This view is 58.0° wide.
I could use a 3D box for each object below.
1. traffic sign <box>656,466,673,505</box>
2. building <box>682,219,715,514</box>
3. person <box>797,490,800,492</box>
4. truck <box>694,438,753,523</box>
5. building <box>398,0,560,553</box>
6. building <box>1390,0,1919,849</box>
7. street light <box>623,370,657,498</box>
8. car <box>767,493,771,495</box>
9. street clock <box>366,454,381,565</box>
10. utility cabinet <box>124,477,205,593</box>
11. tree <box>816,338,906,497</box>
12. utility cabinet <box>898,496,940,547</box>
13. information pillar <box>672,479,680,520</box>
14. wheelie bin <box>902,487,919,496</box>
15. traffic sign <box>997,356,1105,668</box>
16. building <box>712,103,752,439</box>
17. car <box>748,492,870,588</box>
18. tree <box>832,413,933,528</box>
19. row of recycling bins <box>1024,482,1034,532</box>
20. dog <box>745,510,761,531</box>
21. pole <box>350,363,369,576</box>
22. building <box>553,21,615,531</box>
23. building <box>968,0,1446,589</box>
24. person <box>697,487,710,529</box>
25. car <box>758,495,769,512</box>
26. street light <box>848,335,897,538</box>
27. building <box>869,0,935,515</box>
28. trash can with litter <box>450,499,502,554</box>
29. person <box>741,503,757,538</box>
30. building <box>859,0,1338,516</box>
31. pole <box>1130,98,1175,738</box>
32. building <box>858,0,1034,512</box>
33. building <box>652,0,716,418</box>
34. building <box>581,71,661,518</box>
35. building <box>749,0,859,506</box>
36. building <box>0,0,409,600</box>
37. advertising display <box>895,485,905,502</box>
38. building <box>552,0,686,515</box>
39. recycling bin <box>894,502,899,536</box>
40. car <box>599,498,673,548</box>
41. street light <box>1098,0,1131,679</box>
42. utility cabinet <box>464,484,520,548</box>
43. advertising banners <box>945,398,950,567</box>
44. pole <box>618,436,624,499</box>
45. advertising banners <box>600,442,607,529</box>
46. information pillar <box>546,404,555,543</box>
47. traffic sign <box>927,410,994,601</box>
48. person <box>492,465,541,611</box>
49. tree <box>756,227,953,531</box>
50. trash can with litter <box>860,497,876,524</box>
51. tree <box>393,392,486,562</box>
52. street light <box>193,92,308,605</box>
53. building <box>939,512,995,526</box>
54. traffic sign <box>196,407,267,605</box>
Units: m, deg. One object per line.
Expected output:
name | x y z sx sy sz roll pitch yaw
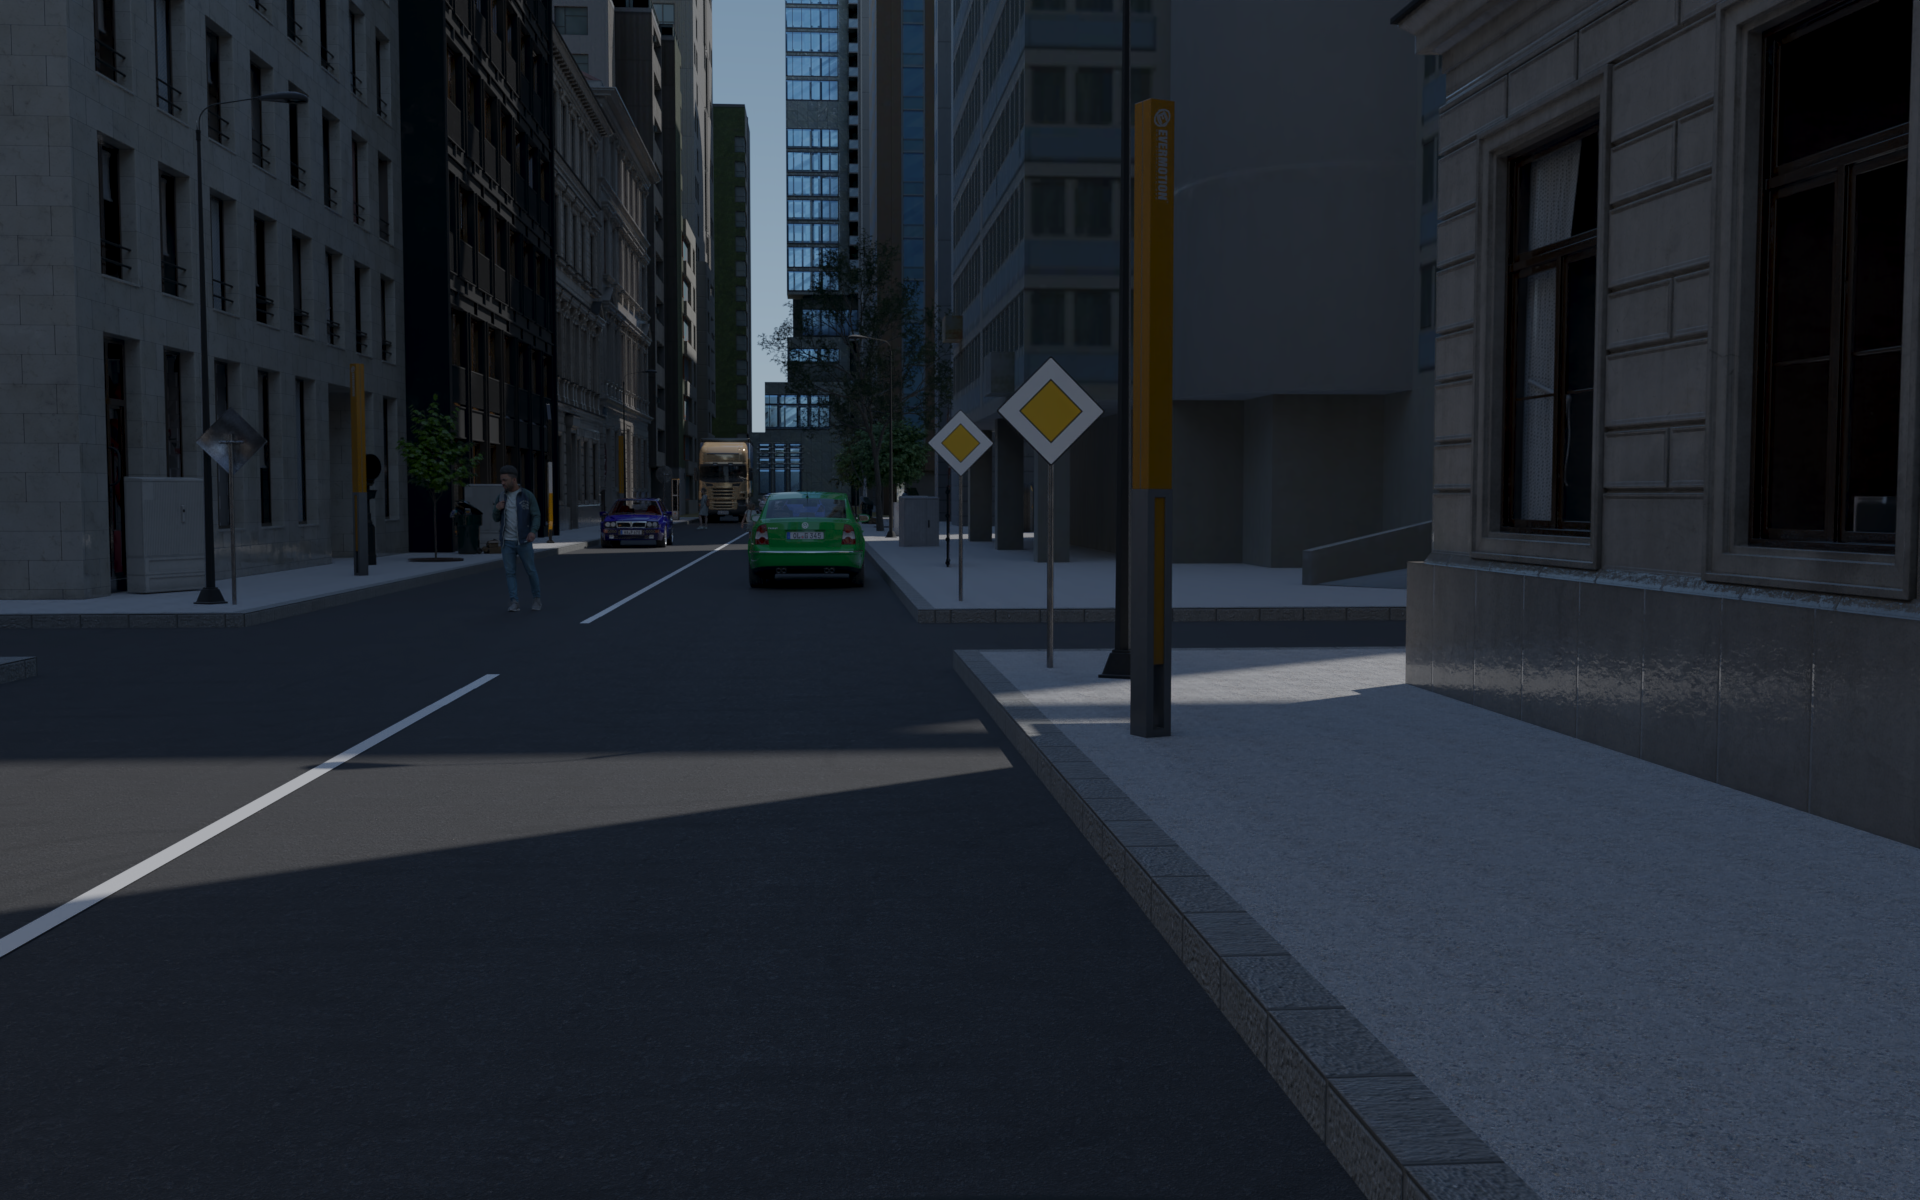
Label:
traffic sign | -13.266 -4.747 77.715 0.768 2.556 0.104 0 4 -1
building | -32.126 -16.951 122.190 27.650 21.520 28.899 0 4 -5
person | -10.754 -6.527 116.016 0.445 1.727 0.742 3 5 41
truck | -11.984 -6.122 89.011 2.839 4.237 11.283 0 4 -6
building | -17.867 -13.140 44.522 12.332 23.373 15.834 0 4 -5
building | 8.452 -8.433 2.512 10.561 19.102 19.286 0 4 -5
street light | -12.024 -5.648 64.878 1.470 5.913 1.316 0 4 -5
car | -15.846 -8.427 147.374 1.945 1.707 3.694 0 4 -4
street clock | -10.671 -1.629 31.210 0.358 2.002 0.471 2 4 30
utility cabinet | -10.334 -0.854 22.649 0.318 1.500 1.173 1 4 18
tree | -4.490 -7.928 79.987 4.360 8.622 3.978 0 3 0
utility cabinet | -0.997 -1.911 42.404 1.020 1.237 0.306 -2 4 -35
information pillar | -13.857 -4.890 84.447 0.304 2.012 0.304 0 4 5
wheelie bin | -2.376 -4.581 82.807 0.980 1.594 0.693 -3 5 -39
traffic sign | 0.662 -0.556 12.738 0.795 2.450 0.064 0 4 -5
building | -29.373 -30.639 184.548 14.086 41.232 14.154 0 4 -5
car | -2.429 -1.172 27.956 1.959 1.807 4.718 0 4 -3
tree | -2.558 -5.081 66.782 4.285 4.588 4.351 0 3 0
row of recycling bins | 2.828 -3.195 59.350 1.069 1.692 3.534 3 4 38
dog | -8.160 -3.088 67.320 0.800 0.831 0.513 1 4 9
pole | -9.425 -2.038 27.164 0.158 3.312 0.155 0 3 0
building | -18.764 -12.082 62.165 10.561 19.102 19.286 0 4 -5
building | 12.142 -21.159 37.836 23.993 40.220 32.217 0 4 -5
person | -10.503 -3.763 71.033 0.522 1.701 0.512 0 4 4
car | -15.280 -7.813 140.109 2.083 1.381 4.827 0 4 -5
street light | -2.572 -4.784 50.765 1.470 5.913 1.316 0 4 -5
building | 1.365 -28.133 110.086 14.600 45.320 14.200 0 4 -5
trash can with litter | -10.332 -1.574 37.128 1.055 1.170 0.624 -3 5 -40
person | -5.429 -1.905 44.654 0.505 1.210 0.382 1 4 17
building | 8.672 -26.794 129.967 32.217 40.220 23.993 0 4 -5
pole | 1.012 -0.933 9.105 0.158 3.312 0.155 0 3 0
building | 1.322 -37.569 156.256 21.231 58.520 28.212 0 4 -5
building | -35.588 -34.487 153.098 27.495 52.752 28.713 0 4 -5
building | -20.897 -15.044 82.132 11.583 22.565 21.152 0 4 -5
building | -7.301 -53.647 189.800 31.000 86.520 22.319 0 4 -5
building | -16.499 -10.618 28.356 10.420 20.320 16.860 0 4 -5
advertising display | -3.247 -5.399 93.491 0.123 1.923 0.974 2 4 24
building | -23.770 -20.145 101.068 14.160 30.474 14.107 0 4 -5
recycling bin | -1.627 -2.467 52.887 0.722 1.027 0.722 0 4 6
car | -8.832 -2.134 47.467 1.945 1.354 3.894 0 4 -5
street light | 0.602 -2.409 11.935 1.470 5.913 1.316 0 4 -5
utility cabinet | -10.343 -1.814 38.331 1.173 1.500 0.318 0 4 7
advertising banners | -0.212 -2.144 31.240 0.090 3.025 2.074 0 4 0
pole | -11.868 -4.086 60.653 0.158 3.312 0.155 0 3 0
advertising banners | -12.264 -3.877 59.575 0.090 3.025 2.074 -1 4 -16
information pillar | -10.670 -3.284 45.040 0.183 3.616 0.504 -1 4 -17
traffic sign | 0.006 -1.043 20.696 0.795 2.450 0.064 0 4 -5
person | -5.435 -0.757 21.224 0.623 1.781 0.721 0 4 -3
tree | -2.783 -7.683 60.034 8.767 10.594 7.601 0 4 -7
trash can with litter | -3.813 -3.834 74.073 0.624 1.170 1.055 -3 5 -39
tree | -9.899 -2.354 33.084 1.663 3.219 1.824 0 3 0
street light | -8.224 -2.910 20.116 1.470 5.913 1.316 0 4 -5
building | 9.273 -33.011 81.735 21.231 58.520 28.212 0 4 -5
traffic sign | -8.412 -1.002 20.025 0.795 2.450 0.064 0 4 -5
